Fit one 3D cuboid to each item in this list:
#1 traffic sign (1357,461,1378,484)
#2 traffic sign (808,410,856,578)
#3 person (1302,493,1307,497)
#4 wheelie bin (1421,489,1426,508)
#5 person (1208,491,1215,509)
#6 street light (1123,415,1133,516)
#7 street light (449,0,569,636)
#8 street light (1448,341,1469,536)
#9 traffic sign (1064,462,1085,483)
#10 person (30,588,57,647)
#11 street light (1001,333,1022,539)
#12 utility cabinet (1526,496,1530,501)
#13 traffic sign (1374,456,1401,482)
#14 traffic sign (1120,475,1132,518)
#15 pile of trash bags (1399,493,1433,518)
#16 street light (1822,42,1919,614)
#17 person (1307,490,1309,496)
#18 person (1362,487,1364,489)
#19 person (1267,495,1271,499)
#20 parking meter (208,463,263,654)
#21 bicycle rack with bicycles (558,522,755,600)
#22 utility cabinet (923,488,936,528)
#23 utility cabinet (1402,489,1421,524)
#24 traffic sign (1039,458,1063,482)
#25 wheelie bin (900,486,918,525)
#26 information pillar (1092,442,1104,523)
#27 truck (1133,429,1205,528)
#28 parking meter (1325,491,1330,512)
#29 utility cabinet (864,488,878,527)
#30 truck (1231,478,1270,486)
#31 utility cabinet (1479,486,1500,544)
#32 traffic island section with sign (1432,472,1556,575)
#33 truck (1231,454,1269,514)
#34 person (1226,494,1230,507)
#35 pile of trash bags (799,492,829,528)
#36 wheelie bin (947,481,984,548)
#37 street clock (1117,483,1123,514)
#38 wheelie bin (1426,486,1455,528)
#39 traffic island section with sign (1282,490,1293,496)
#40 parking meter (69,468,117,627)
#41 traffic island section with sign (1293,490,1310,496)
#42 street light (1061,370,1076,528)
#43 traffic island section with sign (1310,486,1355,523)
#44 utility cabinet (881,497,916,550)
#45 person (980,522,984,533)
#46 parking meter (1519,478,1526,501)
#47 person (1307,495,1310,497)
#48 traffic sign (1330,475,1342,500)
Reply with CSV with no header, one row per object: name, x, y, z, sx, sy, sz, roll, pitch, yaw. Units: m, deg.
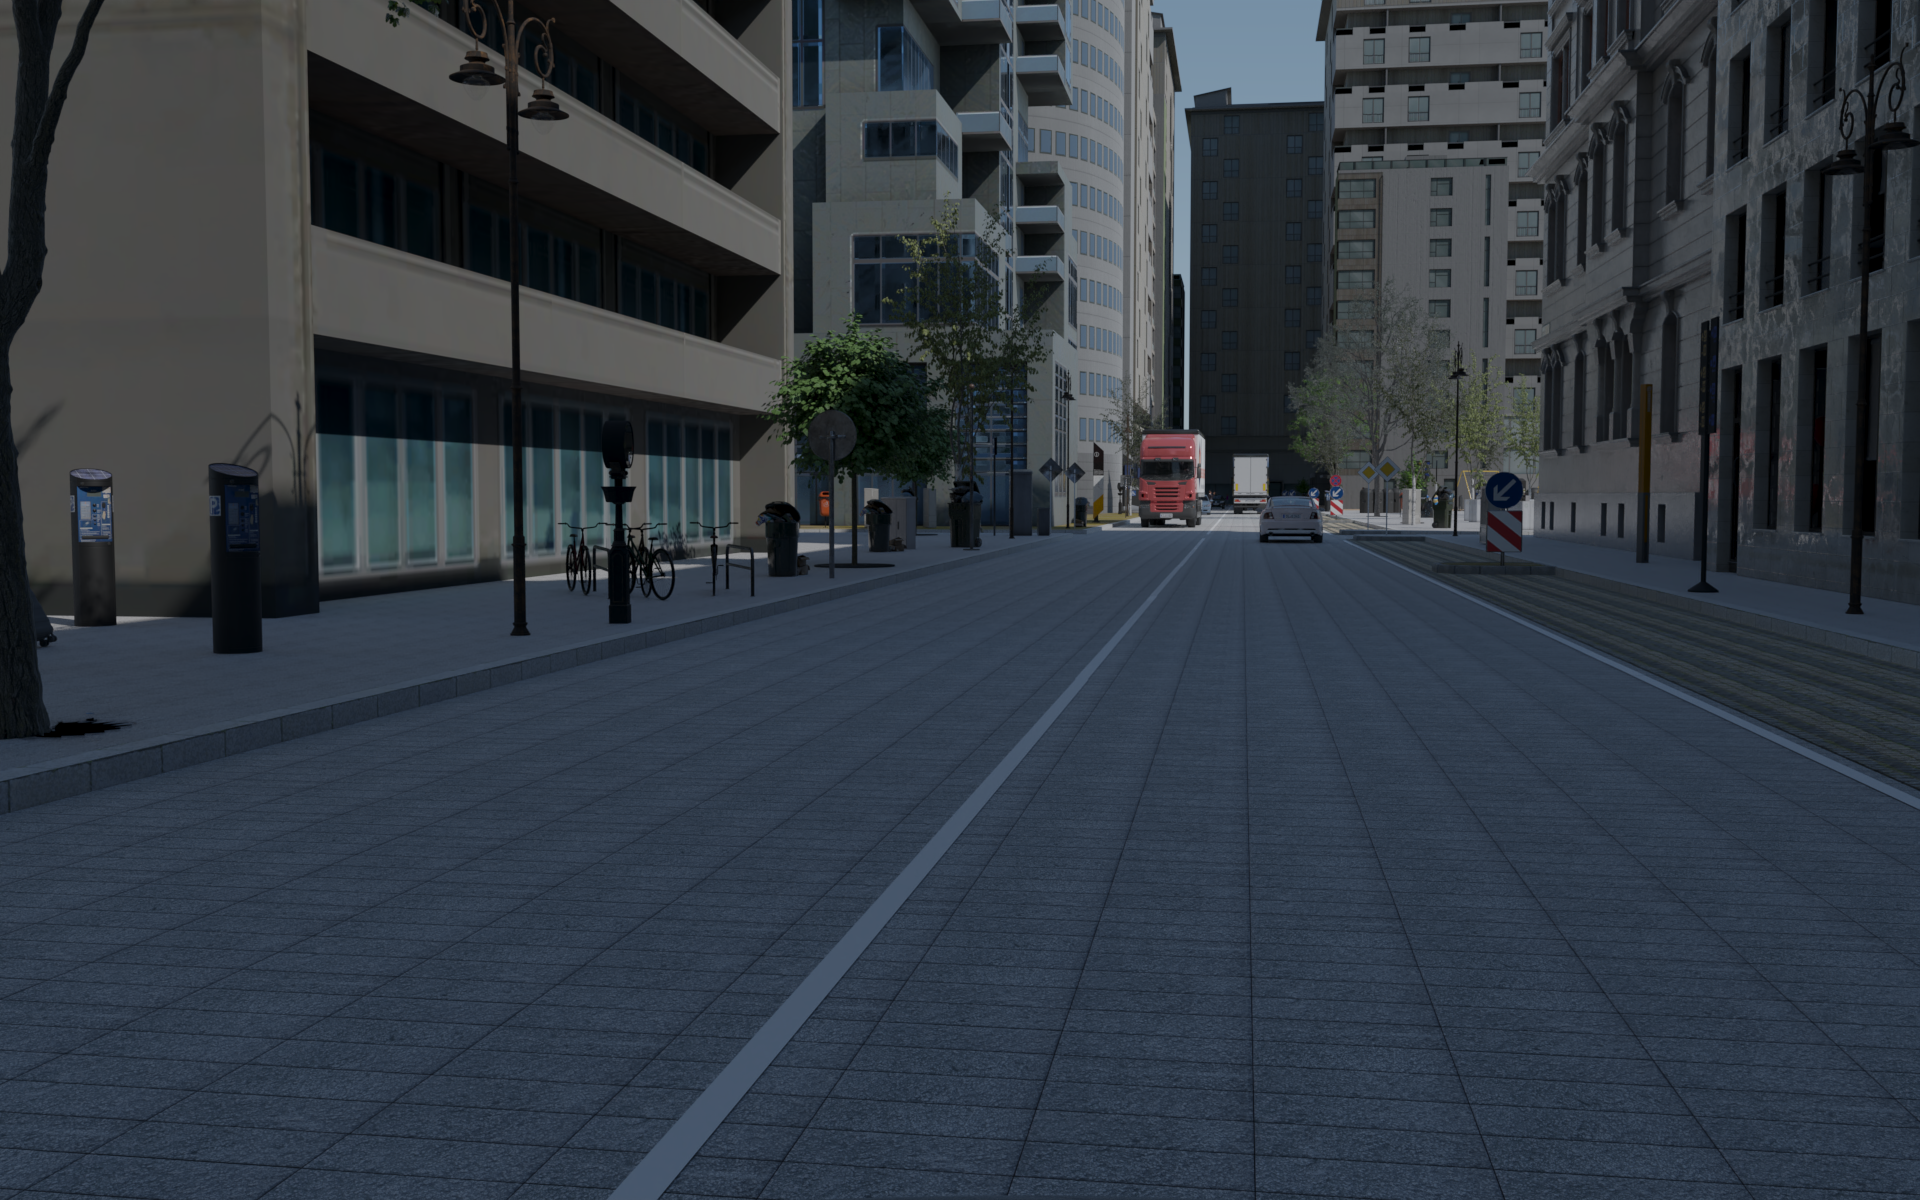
traffic sign,14.519,-3.626,61.479,0.795,2.593,0.064,1,4,9
traffic sign,-1.952,-1.602,26.303,0.768,2.556,0.104,1,4,12
person,39.895,-11.829,200.185,0.721,1.736,1.217,3,5,41
wheelie bin,29.192,-6.207,109.392,0.980,1.594,0.693,2,4,28
person,22.193,-8.769,152.667,0.742,1.727,0.445,2,4,33
street light,9.579,-7.718,98.981,0.468,5.910,1.993,1,4,9
street light,-3.995,-2.616,15.557,0.468,5.910,1.993,1,4,9
street light,15.063,-4.875,52.493,0.468,5.910,1.993,1,4,9
traffic sign,4.165,-3.730,63.182,0.795,2.593,0.064,1,4,9
person,-8.358,-0.486,14.205,1.509,1.804,0.699,0,4,0
street light,1.492,-4.703,49.685,0.468,5.910,1.993,1,4,9
utility cabinet,23.191,-3.683,71.378,0.306,1.237,1.020,0,4,4
traffic sign,13.234,-3.144,53.598,0.795,2.593,0.064,1,4,9
traffic sign,8.929,-5.574,93.267,0.606,2.300,0.079,1,4,13
pile of trash bags,25.184,-5.198,94.740,1.912,1.369,3.447,-2,4,-24
street light,9.580,-2.788,18.364,0.468,5.910,1.993,1,4,9
person,36.456,-10.693,181.582,0.721,1.736,1.217,1,4,11
person,32.213,-8.101,138.493,0.705,1.824,1.348,0,4,4
person,36.095,-11.679,202.634,0.799,1.438,0.628,1,4,19
parking meter,-5.862,-0.343,14.016,0.372,1.533,0.369,0,3,0
bicycle rack with bicycles,-3.784,-0.530,22.040,2.852,0.926,2.925,-1,4,-17
utility cabinet,-1.136,-3.476,65.508,0.318,1.500,1.173,-1,4,-12
utility cabinet,19.033,-3.931,72.955,0.318,1.500,1.173,3,4,39
traffic sign,2.880,-3.248,55.301,0.795,2.593,0.064,1,4,9
wheelie bin,-1.926,-3.558,66.080,0.693,1.594,0.980,0,3,0
information pillar,6.201,-5.285,77.759,0.504,3.616,0.183,-1,4,-9
truck,9.503,-5.408,77.330,2.839,4.237,11.283,1,4,10
parking meter,26.572,-7.148,125.274,0.372,1.533,0.369,0,3,0
utility cabinet,-3.376,-3.521,66.248,0.318,1.500,1.173,1,4,10
truck,25.921,-9.686,154.286,3.469,3.379,9.791,1,4,9
utility cabinet,13.408,-2.152,43.871,0.318,1.500,1.173,0,4,7
traffic island section with sign,9.673,-1.400,31.521,1.989,1.847,2.006,1,4,9
truck,21.154,-8.401,126.267,2.839,4.237,11.283,1,4,9
person,30.674,-11.459,199.072,0.599,1.433,0.991,-2,4,-33
pile of trash bags,-6.475,-3.405,65.426,3.447,1.369,1.912,-1,4,-9
wheelie bin,0.135,-2.063,41.638,0.980,1.594,0.693,2,4,32
street clock,10.156,-6.439,109.849,0.358,2.002,0.471,-1,4,-17
wheelie bin,18.120,-3.488,64.930,0.693,1.594,0.980,3,5,40
traffic island section with sign,35.313,-11.020,188.802,1.989,1.847,2.006,1,4,9
parking meter,-8.438,-0.517,16.861,0.372,1.533,0.369,0,3,0
traffic island section with sign,22.946,-6.384,112.999,1.989,1.847,2.006,1,4,9
street light,4.030,-5.609,64.500,0.468,5.910,1.993,1,4,9
traffic island section with sign,18.542,-4.730,85.971,1.989,1.847,2.006,1,4,9
utility cabinet,-1.447,-1.792,40.462,0.306,1.237,1.020,-3,4,-38
person,0.592,-3.230,61.532,0.478,1.798,0.641,-3,4,-38
parking meter,20.665,-3.554,63.819,0.255,1.863,0.399,0,4,-1
person,34.812,-9.993,172.694,1.065,1.426,0.557,3,5,41
traffic sign,25.051,-7.059,115.515,0.768,2.556,0.104,1,4,11
